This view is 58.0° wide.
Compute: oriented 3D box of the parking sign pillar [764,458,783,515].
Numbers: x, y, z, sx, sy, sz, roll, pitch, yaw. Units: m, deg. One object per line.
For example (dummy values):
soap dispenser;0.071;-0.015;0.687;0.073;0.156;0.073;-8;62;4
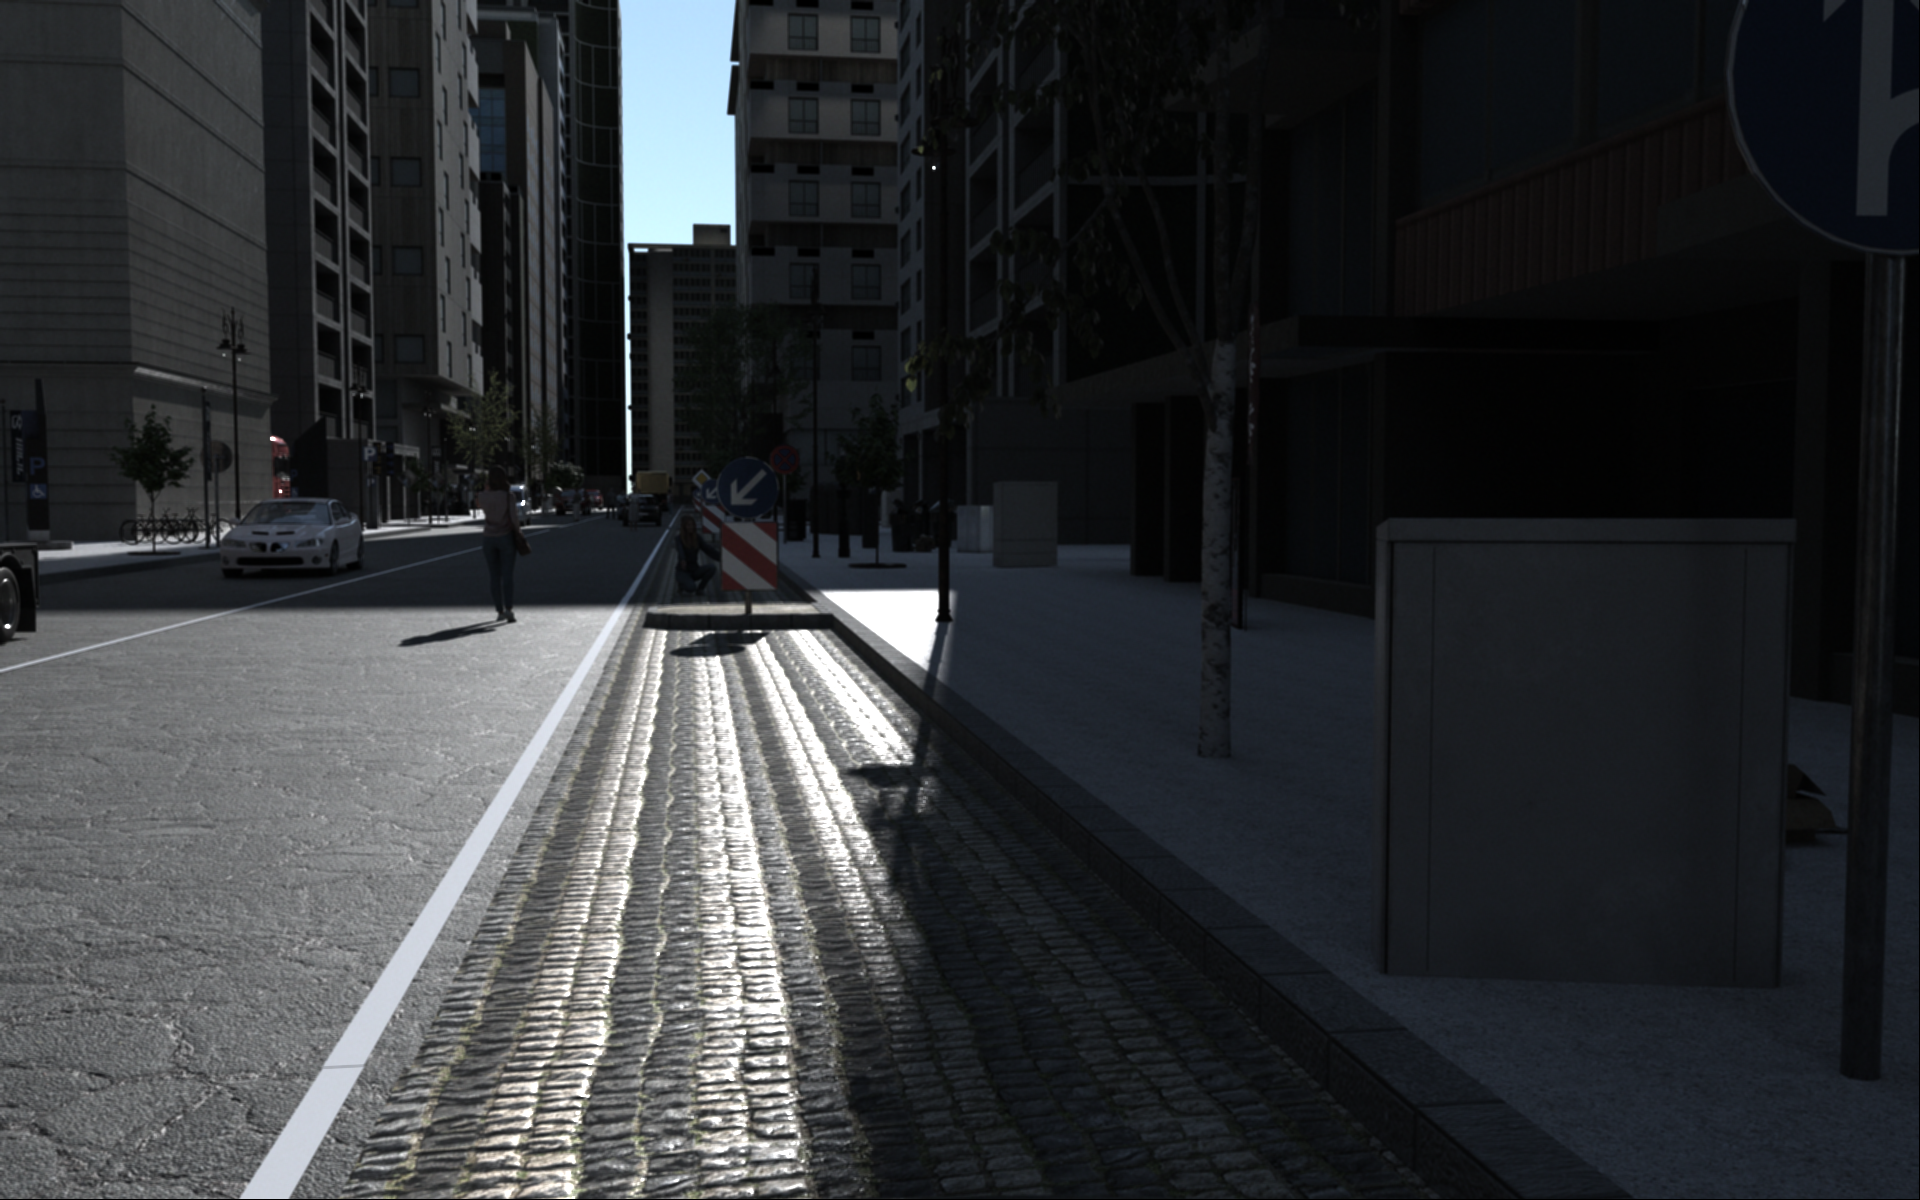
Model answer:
parking sign pillar;-11.386;-7.095;104.476;1.447;3.967;1.447;-1;4;-18

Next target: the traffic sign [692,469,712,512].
traffic sign;-10.205;-3.966;68.490;0.795;2.450;0.064;-1;4;-9

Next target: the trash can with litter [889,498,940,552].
trash can with litter;-1.044;-1.654;38.429;1.055;1.170;0.624;2;4;24

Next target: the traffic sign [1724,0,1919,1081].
traffic sign;1.989;-0.223;3.747;0.768;2.556;0.104;0;4;-2

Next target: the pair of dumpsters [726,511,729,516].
pair of dumpsters;-13.527;-6.175;103.447;1.574;2.255;4.437;-1;4;-9

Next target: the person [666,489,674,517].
person;-18.266;-6.107;109.186;0.563;1.720;0.643;2;4;31

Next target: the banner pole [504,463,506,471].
banner pole;-36.351;-9.085;138.549;0.401;3.779;0.863;-1;4;-19

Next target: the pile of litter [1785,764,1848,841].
pile of litter;2.674;0.460;6.441;1.719;0.858;1.176;-1;4;-10

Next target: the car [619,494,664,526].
car;-14.345;-4.178;78.104;2.009;1.686;4.222;-1;4;-10

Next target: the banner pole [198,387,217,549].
banner pole;-17.716;-3.105;40.788;0.401;3.779;0.863;-1;4;-11

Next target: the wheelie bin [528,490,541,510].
wheelie bin;-34.414;-8.095;140.267;0.980;1.594;0.693;0;4;-6

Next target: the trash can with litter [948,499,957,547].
trash can with litter;-0.558;-1.847;41.586;0.624;1.170;1.055;3;5;42

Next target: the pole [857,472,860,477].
pole;-4.669;-5.254;79.751;0.158;3.312;0.155;0;3;0

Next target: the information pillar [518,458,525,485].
information pillar;-28.458;-7.435;112.921;0.183;3.616;0.504;0;4;5

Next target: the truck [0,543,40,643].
truck;-8.712;-1.102;7.779;2.967;4.110;18.799;-1;4;-10

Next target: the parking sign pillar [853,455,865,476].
parking sign pillar;-6.169;-7.296;107.763;1.447;3.967;1.447;2;4;25

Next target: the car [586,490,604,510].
car;-33.222;-9.003;155.879;2.281;1.827;5.304;-1;4;-10

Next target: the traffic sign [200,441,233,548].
traffic sign;-17.794;-2.529;41.462;0.768;2.556;0.104;0;4;-1

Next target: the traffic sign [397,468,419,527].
traffic sign;-21.269;-3.862;66.789;0.795;2.450;0.064;-1;4;-9

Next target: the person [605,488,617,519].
person;-20.225;-5.587;100.253;0.661;1.777;0.834;-3;4;-39

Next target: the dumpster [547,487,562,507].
dumpster;-34.394;-8.647;147.141;1.264;1.857;1.865;-1;4;-9

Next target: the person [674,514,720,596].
person;-3.638;-0.629;24.286;1.012;1.151;0.738;-3;4;-39

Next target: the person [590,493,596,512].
person;-30.148;-8.015;142.137;0.523;1.515;0.503;1;4;14

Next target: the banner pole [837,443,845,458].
banner pole;-5.312;-5.338;77.292;0.401;3.779;0.863;-2;4;-34

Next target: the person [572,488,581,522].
person;-19.837;-4.926;89.589;0.362;1.759;0.519;2;4;31

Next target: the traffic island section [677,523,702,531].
traffic island section;-10.183;-2.831;68.571;2.009;0.180;2.903;-1;4;-9

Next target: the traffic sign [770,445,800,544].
traffic sign;-4.522;-2.730;44.734;0.768;2.556;0.104;0;4;-8

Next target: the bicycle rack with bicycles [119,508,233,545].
bicycle rack with bicycles;-20.604;-1.956;45.359;2.925;0.926;2.852;-2;4;-34

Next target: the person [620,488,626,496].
person;-21.836;-6.358;112.627;0.473;1.802;0.592;1;4;23

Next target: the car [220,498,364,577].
car;-12.085;-1.174;31.555;2.083;1.381;4.827;-1;4;-10

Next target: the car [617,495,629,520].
car;-18.263;-5.208;97.146;2.014;1.417;4.499;-1;4;-8

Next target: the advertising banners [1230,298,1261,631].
advertising banners;2.661;-1.248;16.597;0.090;3.025;2.074;0;3;0

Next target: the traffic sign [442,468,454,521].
traffic sign;-24.771;-5.102;83.530;0.768;2.556;0.104;0;4;-4

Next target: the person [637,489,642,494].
person;-24.642;-7.618;133.169;0.853;1.813;0.709;-3;5;-40

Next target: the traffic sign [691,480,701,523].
traffic sign;-11.438;-4.449;76.380;0.795;2.450;0.064;-1;4;-9

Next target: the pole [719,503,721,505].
pole;-18.770;-8.647;135.220;0.158;3.312;0.155;0;3;0

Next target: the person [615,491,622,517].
person;-21.165;-5.951;107.607;0.589;1.601;0.330;-3;4;-37

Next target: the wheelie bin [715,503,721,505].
wheelie bin;-20.022;-8.272;143.150;0.693;1.594;0.980;1;4;16

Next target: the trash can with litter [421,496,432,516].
trash can with litter;-30.913;-5.393;99.559;1.055;1.170;0.624;1;4;10

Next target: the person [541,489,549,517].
person;-26.446;-6.189;110.236;0.519;1.759;0.362;0;4;7

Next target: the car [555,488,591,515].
car;-26.264;-6.670;117.735;2.281;1.827;5.304;0;4;-7

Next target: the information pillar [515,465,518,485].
information pillar;-35.669;-9.084;139.878;0.504;3.616;0.183;0;4;7

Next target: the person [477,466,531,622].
person;-5.159;-0.637;19.508;0.593;1.750;0.643;0;4;3

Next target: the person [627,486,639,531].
person;-12.777;-3.593;67.816;0.480;1.755;0.524;-1;4;-23

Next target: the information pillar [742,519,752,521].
information pillar;-8.269;-3.836;67.206;0.304;2.012;0.304;3;4;38

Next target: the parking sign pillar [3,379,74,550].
parking sign pillar;-21.318;-3.149;39.957;1.447;3.967;1.447;-2;4;-30

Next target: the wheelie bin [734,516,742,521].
wheelie bin;-9.861;-4.299;78.191;0.980;1.594;0.693;0;4;-6

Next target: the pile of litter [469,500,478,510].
pile of litter;-40.021;-7.803;141.537;1.176;0.858;1.719;3;5;42

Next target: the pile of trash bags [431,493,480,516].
pile of trash bags;-29.976;-5.742;103.642;1.912;1.369;3.447;3;5;44

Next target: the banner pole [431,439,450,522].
banner pole;-23.679;-5.439;78.946;0.863;3.779;0.401;0;3;0

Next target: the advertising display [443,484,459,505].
advertising display;-31.420;-6.219;106.888;0.974;1.923;0.123;0;4;3

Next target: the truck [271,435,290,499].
truck;-31.638;-4.843;68.104;11.283;4.237;2.839;-1;4;-9

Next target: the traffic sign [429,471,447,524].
traffic sign;-22.502;-4.345;74.679;0.795;2.450;0.064;-1;4;-9

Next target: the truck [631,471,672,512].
truck;-25.791;-9.128;145.161;3.469;3.379;9.791;-1;4;-11

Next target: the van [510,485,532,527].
van;-20.064;-4.286;77.086;2.013;2.044;4.112;-1;4;-9

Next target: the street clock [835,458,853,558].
street clock;-2.346;-1.864;35.048;0.358;2.002;0.471;1;4;14

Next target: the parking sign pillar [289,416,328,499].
parking sign pillar;-22.384;-4.345;59.512;1.447;3.967;1.447;2;4;26

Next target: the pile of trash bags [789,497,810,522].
pile of trash bags;-6.719;-4.324;80.447;1.912;1.369;3.447;-2;4;-33

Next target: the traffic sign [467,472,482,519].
traffic sign;-25.030;-5.392;89.337;0.795;2.450;0.064;0;4;-4

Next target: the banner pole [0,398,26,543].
banner pole;-24.842;-3.394;45.516;0.863;3.779;0.401;-1;4;-14
